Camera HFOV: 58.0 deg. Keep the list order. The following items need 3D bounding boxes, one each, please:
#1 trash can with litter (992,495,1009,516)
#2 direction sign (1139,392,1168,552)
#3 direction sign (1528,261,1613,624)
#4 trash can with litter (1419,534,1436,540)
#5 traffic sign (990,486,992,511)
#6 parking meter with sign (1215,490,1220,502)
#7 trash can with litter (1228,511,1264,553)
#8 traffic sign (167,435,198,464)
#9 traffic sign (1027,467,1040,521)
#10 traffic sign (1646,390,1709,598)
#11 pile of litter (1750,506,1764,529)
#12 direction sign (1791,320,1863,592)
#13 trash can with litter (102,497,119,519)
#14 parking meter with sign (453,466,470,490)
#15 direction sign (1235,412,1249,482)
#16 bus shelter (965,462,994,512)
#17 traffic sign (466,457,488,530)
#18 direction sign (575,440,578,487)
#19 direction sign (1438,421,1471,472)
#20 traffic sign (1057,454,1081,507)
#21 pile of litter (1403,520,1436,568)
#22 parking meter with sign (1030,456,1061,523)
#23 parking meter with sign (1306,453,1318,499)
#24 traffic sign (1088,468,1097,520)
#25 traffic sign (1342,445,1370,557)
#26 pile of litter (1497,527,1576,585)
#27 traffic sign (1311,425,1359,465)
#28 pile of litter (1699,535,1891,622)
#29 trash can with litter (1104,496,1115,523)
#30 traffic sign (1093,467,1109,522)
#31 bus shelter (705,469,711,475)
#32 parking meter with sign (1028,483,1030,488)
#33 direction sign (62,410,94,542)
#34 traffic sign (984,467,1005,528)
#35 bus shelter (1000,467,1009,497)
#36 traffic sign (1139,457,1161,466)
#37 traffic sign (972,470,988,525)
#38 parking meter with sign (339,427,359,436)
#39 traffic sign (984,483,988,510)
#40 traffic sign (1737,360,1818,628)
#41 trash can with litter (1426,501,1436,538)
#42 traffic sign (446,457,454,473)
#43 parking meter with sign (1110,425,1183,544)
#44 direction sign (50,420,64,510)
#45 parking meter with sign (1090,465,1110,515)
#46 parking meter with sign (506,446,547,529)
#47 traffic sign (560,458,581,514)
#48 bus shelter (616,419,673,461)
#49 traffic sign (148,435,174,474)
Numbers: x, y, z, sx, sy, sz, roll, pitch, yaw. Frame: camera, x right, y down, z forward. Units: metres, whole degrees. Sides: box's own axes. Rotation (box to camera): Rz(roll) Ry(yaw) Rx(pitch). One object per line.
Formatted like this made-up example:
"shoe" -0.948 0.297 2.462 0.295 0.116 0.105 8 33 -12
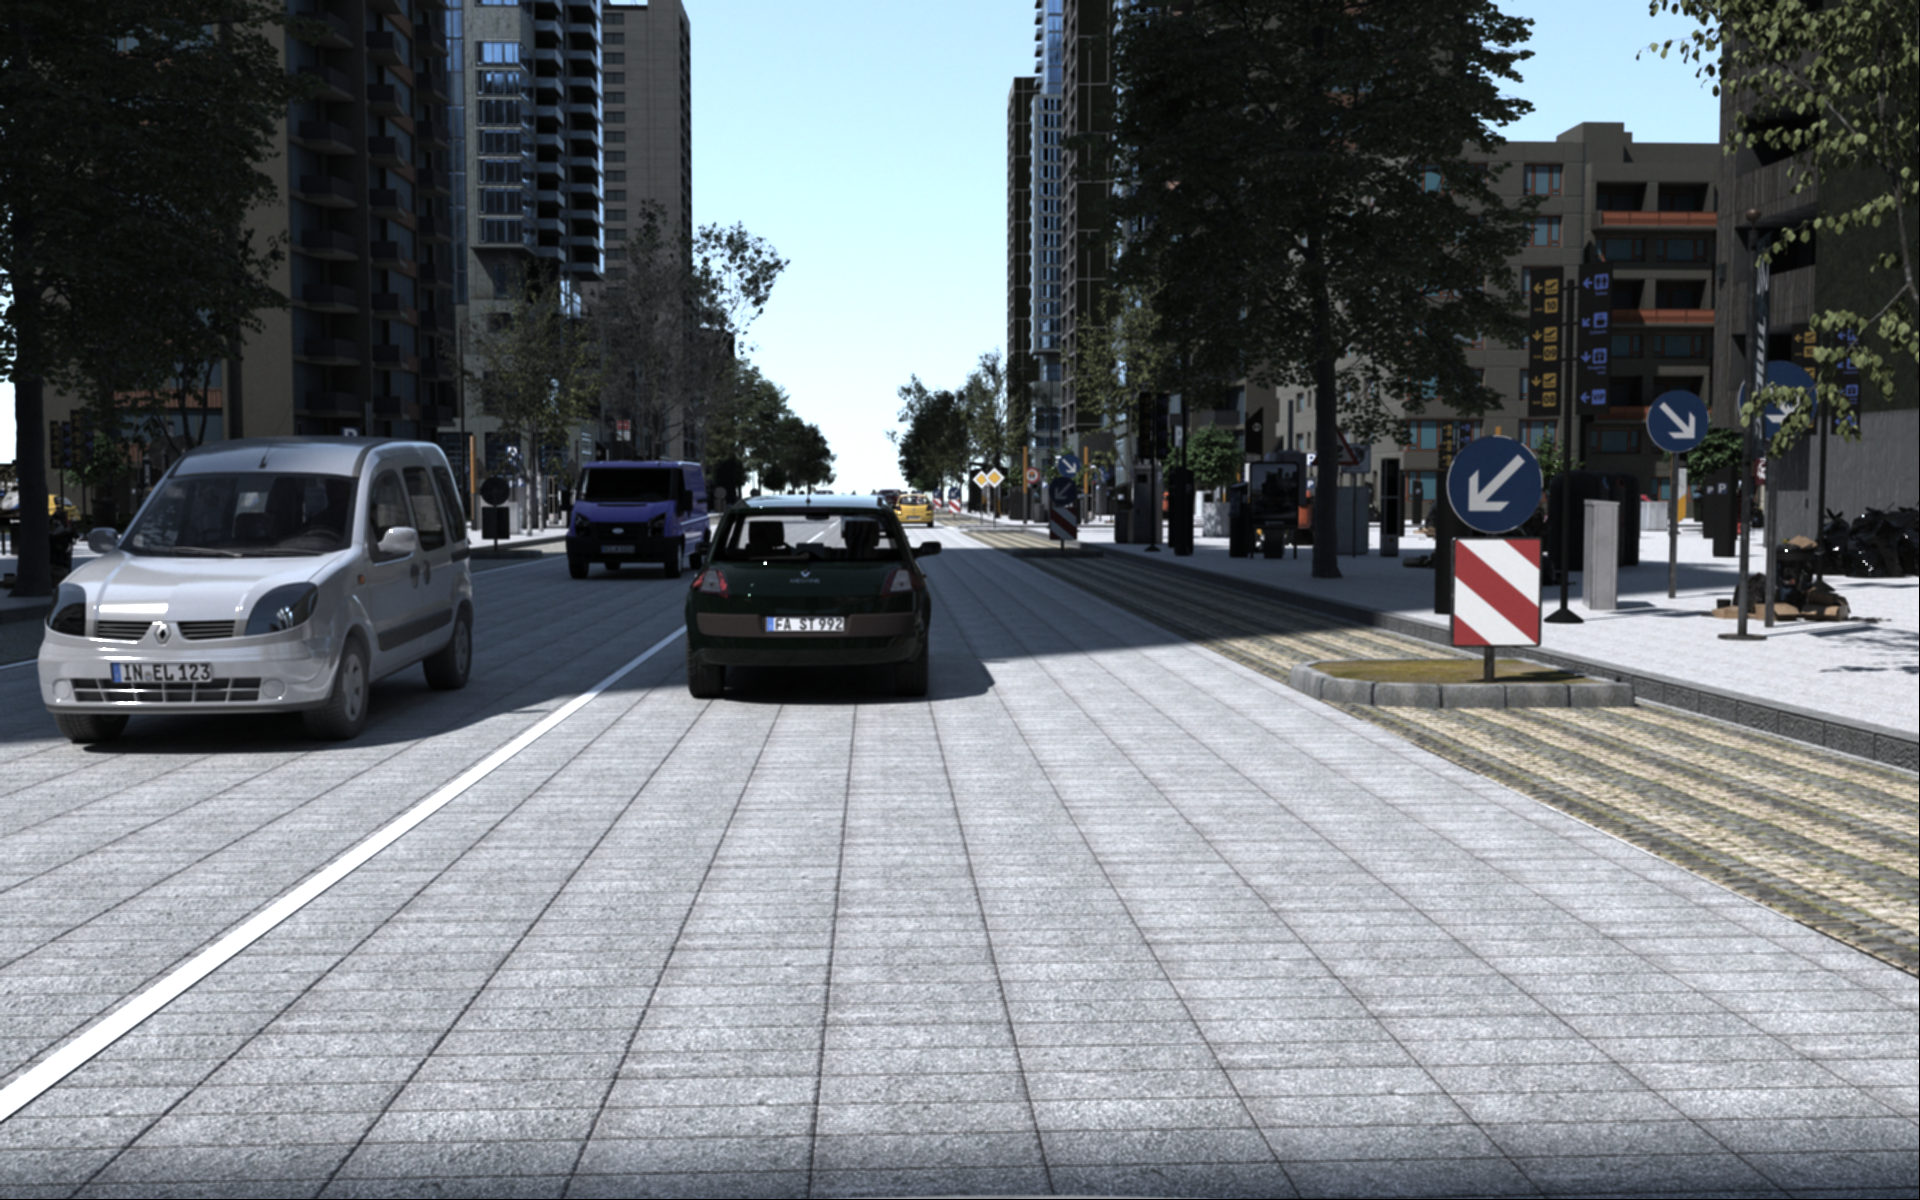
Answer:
"trash can with litter" 3.120 -5.643 103.312 2.233 1.210 1.678 1 4 14
"direction sign" 4.315 -2.857 38.713 0.876 3.537 0.379 -3 4 -39
"direction sign" 6.045 -1.544 17.236 0.379 3.537 0.876 -3 5 -39
"trash can with litter" 13.803 -2.271 48.185 1.678 1.210 2.233 -2 4 -31
"traffic sign" 2.215 -7.614 124.591 0.768 2.556 0.104 0 4 -1
"parking meter with sign" 14.731 -6.227 98.077 0.543 3.016 1.738 1 4 16
"trash can with litter" 6.429 -1.618 37.848 1.055 1.170 0.624 -1 4 -22
"traffic sign" -16.618 -2.266 37.155 0.768 2.556 0.104 0 4 -1
"traffic sign" 3.411 -5.023 82.225 0.768 2.556 0.104 0 4 -1
"traffic sign" 8.772 -1.294 21.260 0.768 2.556 0.104 0 4 0
"pile of litter" 29.718 -3.109 64.796 1.719 0.858 1.176 2 4 31
"direction sign" 11.377 -1.886 22.828 0.379 3.537 0.876 -3 5 -44
"trash can with litter" -29.998 -3.076 61.683 1.055 1.170 0.624 -1 4 -10
"parking meter with sign" -31.219 -6.800 107.434 1.738 3.016 0.543 2 4 30
"direction sign" 7.949 -3.432 48.107 0.379 3.537 0.876 1 4 14
"bus shelter" 1.415 -8.451 129.459 1.731 3.624 6.357 0 4 -3
"traffic sign" -17.059 -3.756 61.410 0.884 2.594 0.081 0 4 2
"direction sign" -16.120 -4.951 72.944 0.379 3.537 0.876 -1 4 -18
"direction sign" 15.385 -3.778 53.761 0.876 3.537 0.379 1 4 22
"traffic sign" 3.473 -3.365 55.127 0.768 2.556 0.104 0 4 -1
"pile of litter" 8.335 -0.997 30.261 1.176 0.858 1.719 0 4 8
"parking meter with sign" 3.949 -4.953 77.243 0.543 3.016 1.738 3 4 38
"parking meter with sign" 14.792 -4.704 73.173 0.543 3.016 1.738 1 4 14
"traffic sign" 6.477 -5.155 84.383 0.768 2.556 0.104 0 4 -2
"traffic sign" 7.985 -2.012 35.031 0.606 2.300 0.079 0 4 0
"pile of litter" 7.870 -0.660 24.764 1.719 0.858 1.176 2 4 31
"traffic sign" 6.944 -1.965 32.124 0.884 2.594 0.081 0 4 1
"pile of litter" 8.584 -0.234 17.791 1.719 0.858 1.176 3 5 43
"trash can with litter" 7.257 -4.039 77.092 2.233 1.210 1.678 -3 5 -41
"traffic sign" 6.506 -4.902 80.249 0.768 2.556 0.104 0 4 3
"bus shelter" -19.240 -8.038 125.337 2.014 3.302 5.546 0 4 -3
"parking meter with sign" 3.825 -5.638 88.435 1.738 3.016 0.543 -1 4 -10
"direction sign" -23.734 -3.357 46.889 0.379 3.537 0.876 1 4 9
"traffic sign" 1.283 -3.723 64.515 0.795 2.450 0.064 0 4 -3
"bus shelter" 3.055 -9.395 144.884 1.731 3.624 6.357 0 4 -3
"traffic sign" 6.253 -3.489 57.150 0.768 2.556 0.104 0 4 5
"traffic sign" 0.903 -4.211 72.491 0.795 2.450 0.064 0 4 -3
"parking meter with sign" -16.559 -3.022 45.667 1.738 3.016 0.543 3 4 37
"traffic sign" 1.802 -7.595 124.185 0.884 2.594 0.081 0 4 5
"traffic sign" 7.789 -1.008 16.595 0.768 2.556 0.104 0 4 0
"trash can with litter" 14.249 -2.447 51.402 0.624 1.170 1.055 3 4 36
"traffic sign" -17.417 -3.558 58.284 0.768 2.556 0.104 0 4 6
"parking meter with sign" 4.841 -2.954 44.564 1.738 3.016 0.543 2 4 33
"direction sign" -27.882 -3.777 53.751 0.379 3.537 0.876 1 4 10
"parking meter with sign" 8.541 -6.617 104.455 0.543 3.016 1.738 3 5 39
"parking meter with sign" -15.909 -4.126 63.722 0.543 3.016 1.738 1 4 23
"traffic sign" -14.071 -3.842 62.825 0.884 2.594 0.081 0 4 -2
"bus shelter" -17.528 -7.238 95.965 2.179 5.291 8.768 0 4 -3
"traffic sign" -17.145 -2.278 37.355 0.768 2.556 0.104 0 4 7
